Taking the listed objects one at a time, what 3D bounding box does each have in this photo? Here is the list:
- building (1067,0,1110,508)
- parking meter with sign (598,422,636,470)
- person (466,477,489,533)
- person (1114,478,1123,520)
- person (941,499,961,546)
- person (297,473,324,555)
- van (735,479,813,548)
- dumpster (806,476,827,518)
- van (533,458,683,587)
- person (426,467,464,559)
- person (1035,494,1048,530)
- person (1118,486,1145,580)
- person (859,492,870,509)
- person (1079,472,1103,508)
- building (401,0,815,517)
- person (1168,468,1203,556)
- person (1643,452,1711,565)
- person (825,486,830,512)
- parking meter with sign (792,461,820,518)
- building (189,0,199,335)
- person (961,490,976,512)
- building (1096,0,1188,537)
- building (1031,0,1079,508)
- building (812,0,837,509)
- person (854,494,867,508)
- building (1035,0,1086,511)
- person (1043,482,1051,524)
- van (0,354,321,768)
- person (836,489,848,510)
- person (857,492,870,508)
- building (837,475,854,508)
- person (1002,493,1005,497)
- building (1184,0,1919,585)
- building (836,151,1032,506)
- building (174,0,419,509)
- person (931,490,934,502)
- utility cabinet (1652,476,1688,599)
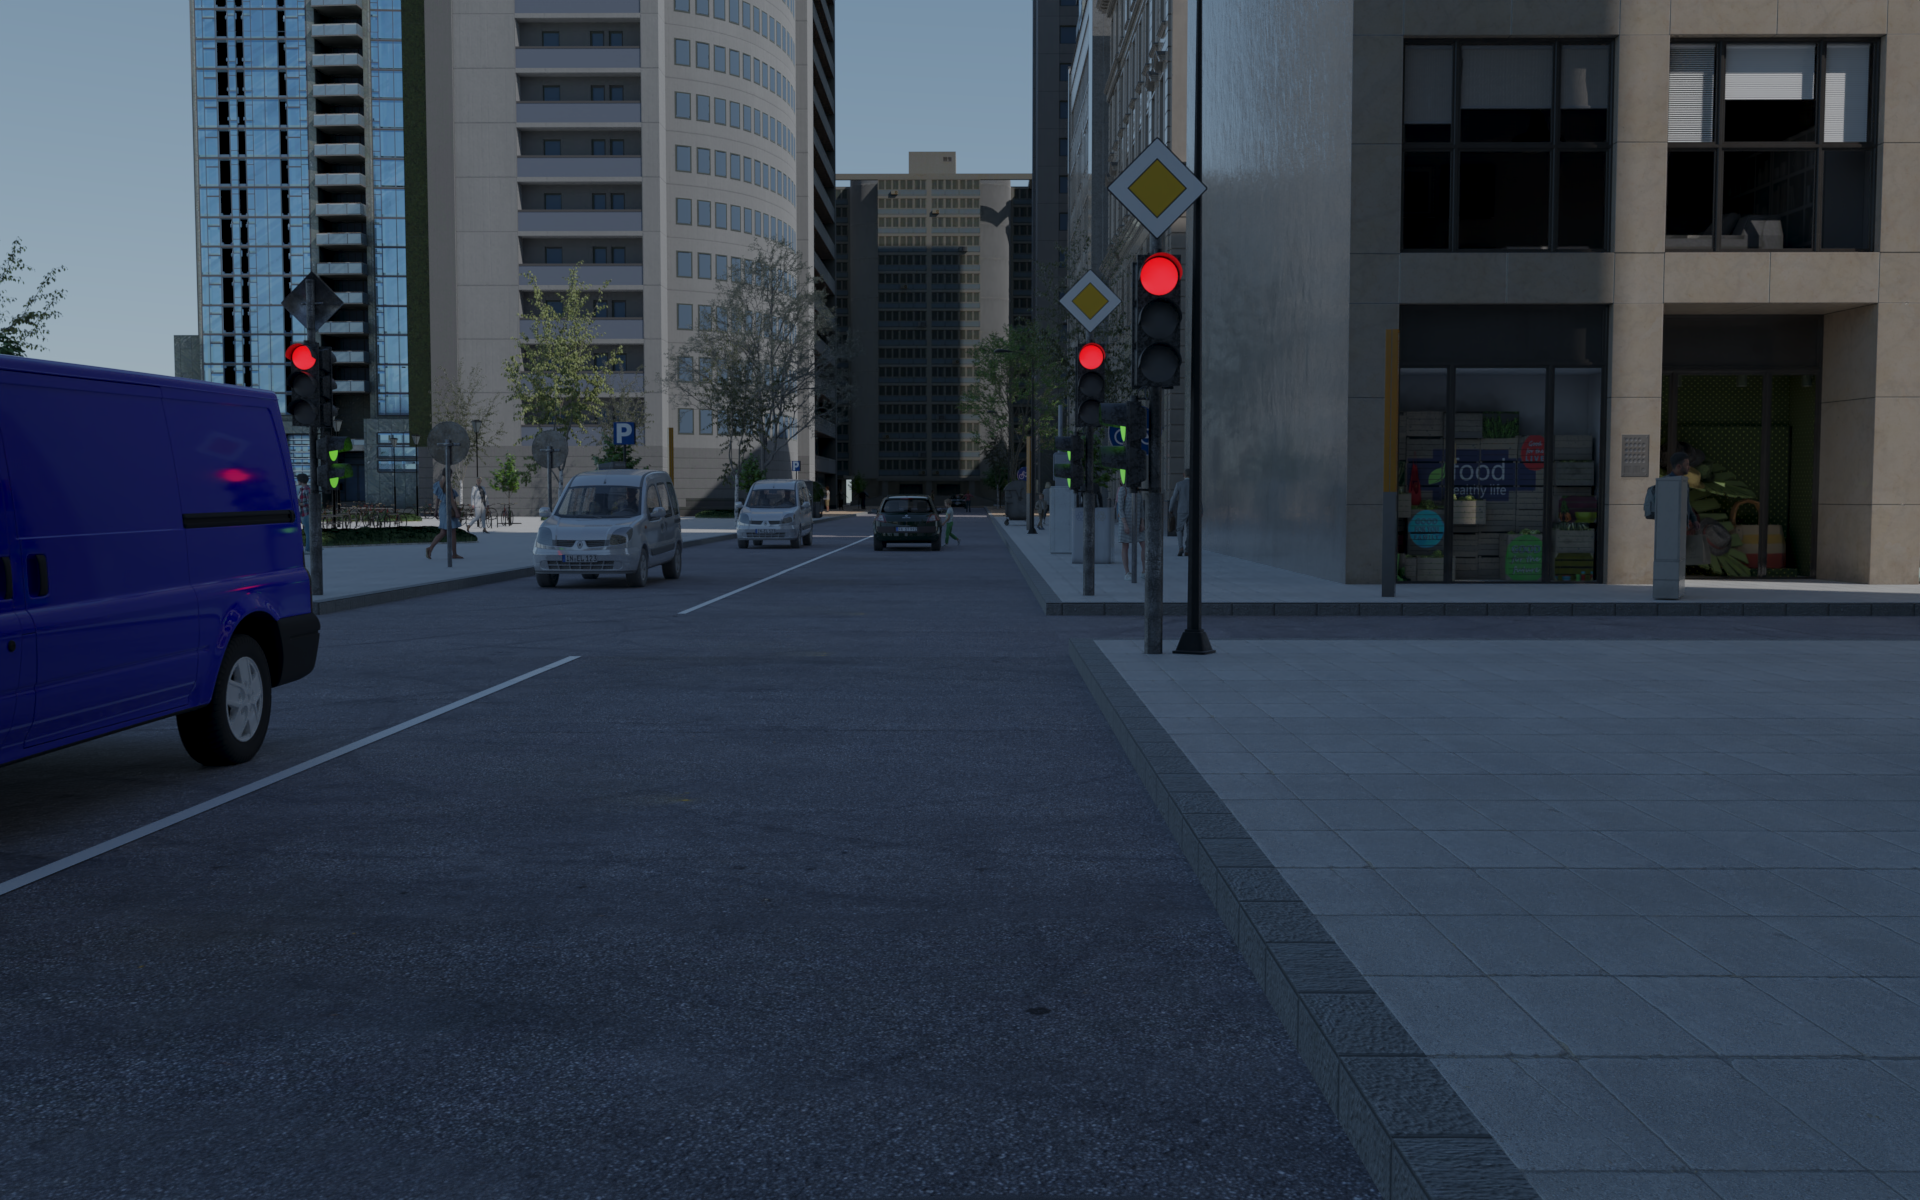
[{"bbox_3d":[11.915,-16.429,86.639,12.078,24.808,19.932,0,4,1],"label":"building"},{"bbox_3d":[-8.292,-2.744,41.128,0.543,3.016,1.738,1,4,13],"label":"parking meter with sign"},{"bbox_3d":[-15.732,-3.094,56.515,0.818,1.842,0.514,1,4,15],"label":"person"},{"bbox_3d":[5.049,-2.926,53.887,0.555,1.821,0.388,1,4,18],"label":"person"},{"bbox_3d":[-0.252,-2.129,47.559,0.590,1.304,0.306,-1,4,-18],"label":"person"},{"bbox_3d":[-13.841,-1.829,36.790,0.643,1.720,0.563,-2,4,-28],"label":"person"},{"bbox_3d":[-4.996,-2.445,46.991,2.013,2.044,4.112,0,4,2],"label":"van"},{"bbox_3d":[-8.024,-5.581,93.745,1.502,2.255,1.985,0,4,1],"label":"dumpster"},{"bbox_3d":[-5.625,-1.280,27.947,2.013,2.044,4.112,0,4,2],"label":"van"},{"bbox_3d":[-10.050,-1.697,33.880,0.616,1.811,0.778,3,5,44],"label":"person"},{"bbox_3d":[2.929,-3.168,62.119,0.475,1.303,0.640,-2,4,-29],"label":"person"},{"bbox_3d":[2.555,-1.144,25.748,0.512,1.701,0.522,-3,4,-37],"label":"person"},{"bbox_3d":[-8.216,-8.657,147.614,0.705,1.821,1.348,-3,5,-44],"label":"person"},{"bbox_3d":[2.985,-2.060,39.503,0.659,1.850,0.755,0,4,-5],"label":"person"},{"bbox_3d":[-21.161,-34.757,110.284,21.231,58.520,28.212,0,4,1],"label":"building"},{"bbox_3d":[4.674,-1.819,35.911,0.709,1.813,0.853,0,4,-1],"label":"person"},{"bbox_3d":[9.370,-1.013,22.594,0.794,1.824,0.713,-1,4,-18],"label":"person"},{"bbox_3d":[-9.367,-7.080,121.803,0.705,1.824,1.348,0,4,6],"label":"person"},{"bbox_3d":[-8.089,-5.818,91.388,0.543,3.016,1.738,2,4,35],"label":"parking meter with sign"},{"bbox_3d":[-71.378,-46.141,192.657,20.611,71.187,20.563,0,4,1],"label":"building"},{"bbox_3d":[0.677,-7.791,136.609,1.217,1.743,0.721,1,4,11],"label":"person"},{"bbox_3d":[12.008,-16.284,63.514,12.463,27.353,25.104,0,4,1],"label":"building"},{"bbox_3d":[16.940,-37.489,154.940,21.231,58.520,28.212,0,4,1],"label":"building"},{"bbox_3d":[-21.232,-31.333,135.999,21.300,48.544,21.600,0,4,1],"label":"building"},{"bbox_3d":[-8.959,-9.102,155.383,1.217,1.766,0.721,0,4,-8],"label":"person"},{"bbox_3d":[17.210,-49.624,124.023,22.319,86.520,31.000,0,4,1],"label":"building"},{"bbox_3d":[3.691,-4.136,73.849,0.709,1.800,0.728,2,4,30],"label":"person"},{"bbox_3d":[-4.747,-0.195,7.567,2.240,2.365,5.245,0,4,1],"label":"van"},{"bbox_3d":[-9.576,-8.169,140.328,1.217,1.735,0.721,-3,4,-37],"label":"person"},{"bbox_3d":[-9.093,-9.600,162.988,1.348,1.826,0.705,0,4,5],"label":"person"},{"bbox_3d":[-24.930,-30.862,159.216,28.867,44.769,22.147,0,4,1],"label":"building"},{"bbox_3d":[4.445,-9.471,161.599,1.217,1.736,0.721,2,4,29],"label":"person"},{"bbox_3d":[22.557,-13.987,33.205,34.151,26.468,19.350,0,4,1],"label":"building"},{"bbox_3d":[-3.214,-31.022,199.091,23.993,40.220,32.217,0,4,1],"label":"building"},{"bbox_3d":[-54.873,-51.644,157.053,31.000,86.520,22.319,0,4,1],"label":"building"},{"bbox_3d":[-2.695,-9.944,171.177,0.705,1.812,1.348,0,4,-7],"label":"person"},{"bbox_3d":[8.763,-0.778,21.393,0.318,1.500,1.173,2,4,26],"label":"utility cabinet"}]
